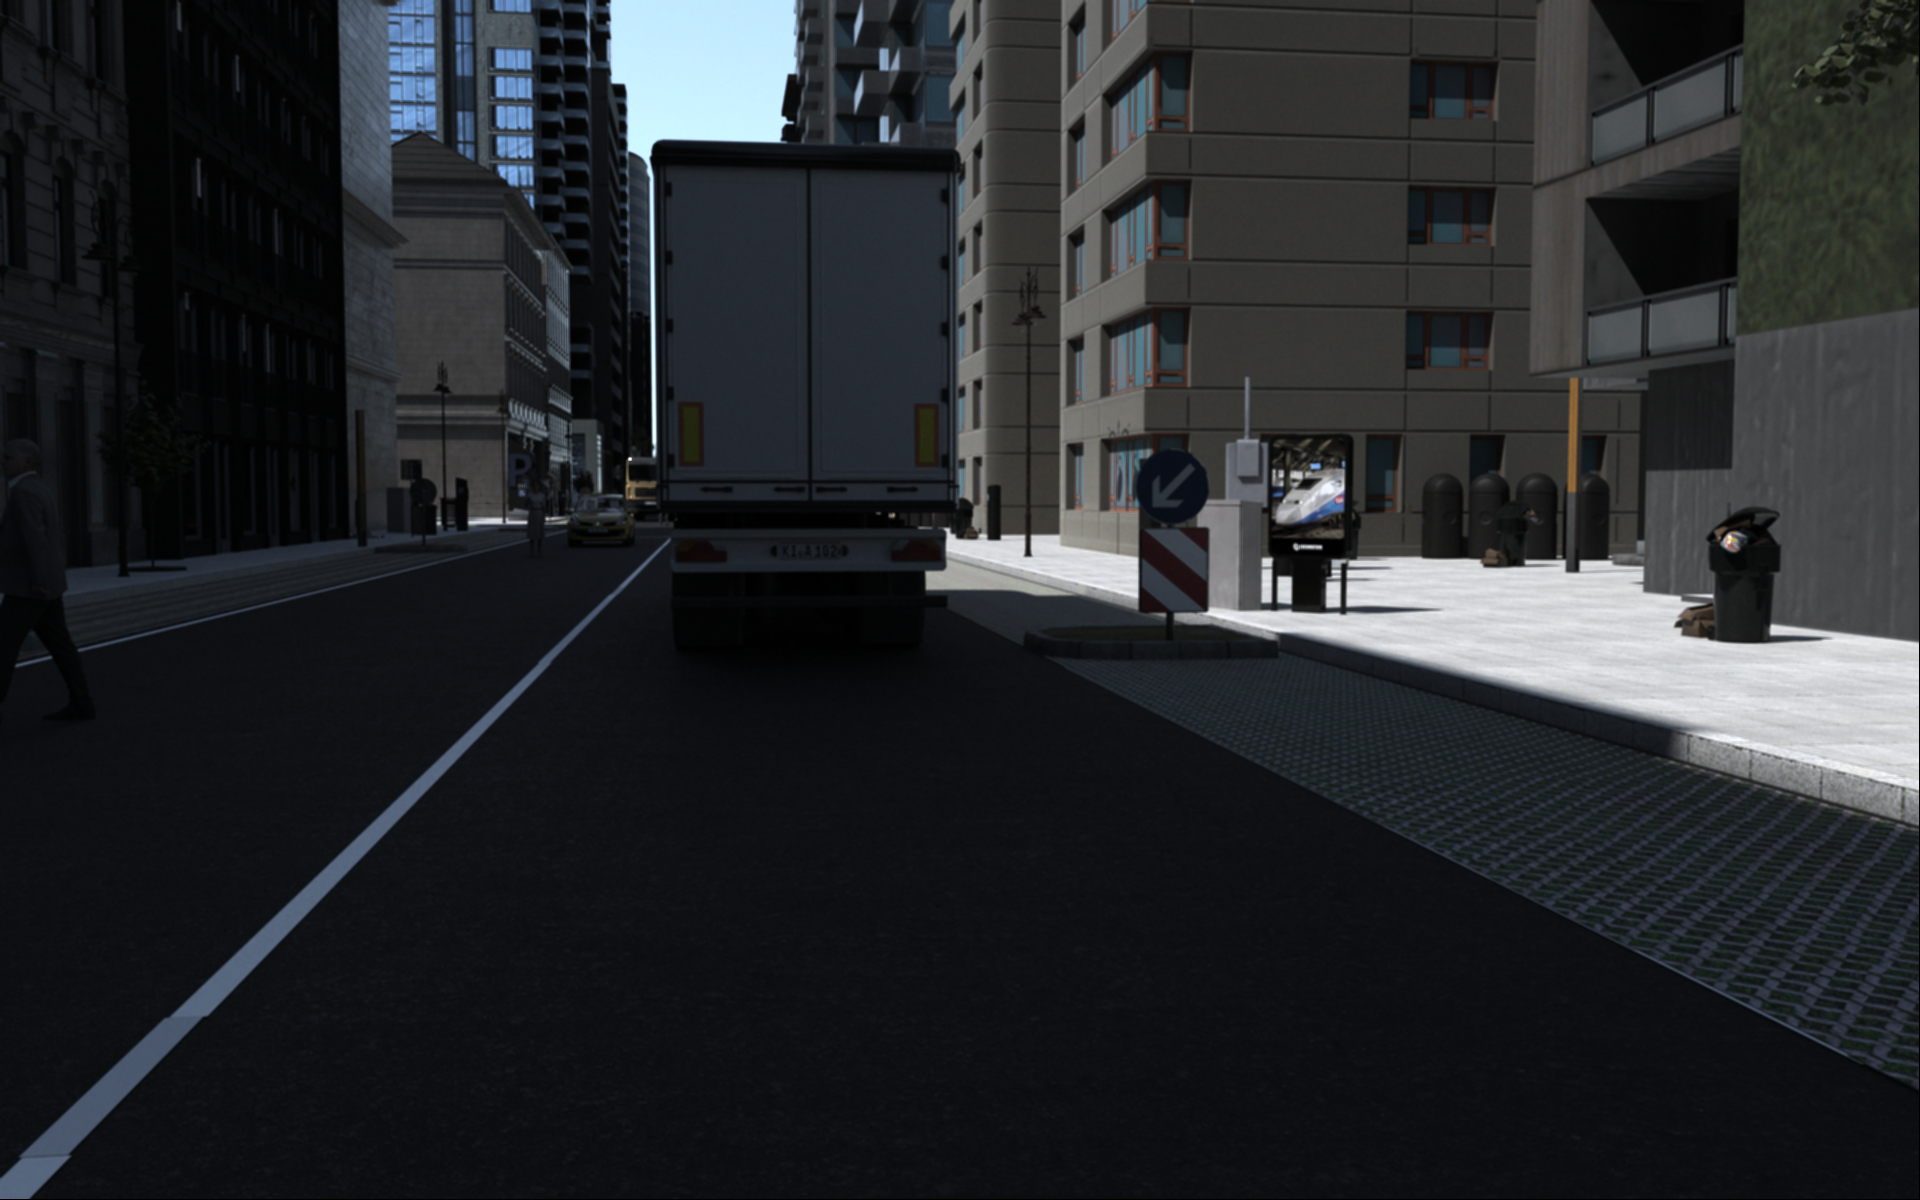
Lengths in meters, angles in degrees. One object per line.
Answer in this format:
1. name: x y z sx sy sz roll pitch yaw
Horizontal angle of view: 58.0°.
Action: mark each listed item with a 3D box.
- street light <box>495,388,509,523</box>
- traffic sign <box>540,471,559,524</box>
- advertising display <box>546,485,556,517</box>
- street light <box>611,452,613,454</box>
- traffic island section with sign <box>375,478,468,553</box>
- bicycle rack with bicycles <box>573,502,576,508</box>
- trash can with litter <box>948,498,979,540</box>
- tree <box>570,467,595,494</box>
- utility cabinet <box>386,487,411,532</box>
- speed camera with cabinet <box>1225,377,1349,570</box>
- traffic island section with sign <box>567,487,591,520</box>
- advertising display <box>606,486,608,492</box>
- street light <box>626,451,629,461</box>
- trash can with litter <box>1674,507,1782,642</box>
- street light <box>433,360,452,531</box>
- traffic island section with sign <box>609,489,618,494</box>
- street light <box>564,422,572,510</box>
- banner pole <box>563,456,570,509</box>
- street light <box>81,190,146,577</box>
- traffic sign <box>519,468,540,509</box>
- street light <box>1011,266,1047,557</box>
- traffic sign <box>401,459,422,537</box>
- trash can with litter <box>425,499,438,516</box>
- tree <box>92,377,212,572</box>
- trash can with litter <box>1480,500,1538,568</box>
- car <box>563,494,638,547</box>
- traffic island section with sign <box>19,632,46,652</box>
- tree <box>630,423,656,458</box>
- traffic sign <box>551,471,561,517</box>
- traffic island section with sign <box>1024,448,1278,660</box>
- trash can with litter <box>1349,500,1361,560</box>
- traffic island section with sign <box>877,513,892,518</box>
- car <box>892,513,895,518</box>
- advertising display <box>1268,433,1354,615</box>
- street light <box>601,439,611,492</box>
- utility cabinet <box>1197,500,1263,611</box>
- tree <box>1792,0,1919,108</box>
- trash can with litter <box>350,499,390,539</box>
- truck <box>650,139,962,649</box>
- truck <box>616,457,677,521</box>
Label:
1. street light: -19.971 -6.295 75.719 0.468 5.910 1.993 0 4 -8
2. traffic sign: -17.754 -4.361 74.946 0.795 2.450 0.064 0 4 -8
3. advertising display: -22.673 -5.553 96.013 0.123 1.923 0.974 -3 4 -37
4. street light: -30.458 -10.878 150.646 0.468 5.910 1.993 0 4 -8
5. traffic island section with sign: -13.221 -2.080 42.637 1.989 1.847 2.006 0 4 -8
6. bicycle rack with bicycles: -31.589 -7.784 140.652 2.852 0.926 2.925 1 4 14
7. trash can with litter: 0.245 -2.315 49.236 0.624 1.170 1.055 -2 4 -26
8. tree: -27.607 -8.210 128.831 1.663 3.219 1.824 0 3 0
9. utility cabinet: -18.566 -2.979 57.377 0.318 1.500 1.173 -3 5 -45
10. speed camera with cabinet: 5.575 -2.151 29.509 2.038 3.252 0.660 0 4 4
11. traffic island section with sign: -20.792 -5.363 96.311 1.989 1.847 2.006 0 4 -8
12. advertising display: -29.728 -8.607 145.935 0.123 1.923 0.974 -1 4 -11
13. street light: -35.169 -12.905 183.791 0.468 5.910 1.993 0 4 -8
14. trash can with litter: 6.706 -0.237 15.269 0.624 1.170 1.055 -1 4 -13
15. street light: -17.882 -5.335 60.007 0.468 5.910 1.993 0 4 -8
16. traffic island section with sign: -24.598 -7.010 123.246 1.989 1.847 2.006 0 4 -8
17. street light: -24.569 -8.318 108.792 0.468 5.910 1.993 0 4 -8
18. banner pole: -26.041 -7.625 114.680 0.401 3.779 0.863 1 4 22
19. street light: -13.010 -3.302 26.770 0.468 5.910 1.993 0 4 -8
20. traffic sign: -16.638 -3.877 67.039 0.795 2.450 0.064 0 4 -8
21. street light: 1.396 -3.827 35.359 0.468 5.910 1.993 0 4 -8
22. traffic sign: -16.227 -3.005 51.260 0.606 2.300 0.079 0 4 -7
23. trash can with litter: -22.991 -3.855 74.413 1.055 1.170 0.624 -1 4 -18
24. tree: -13.674 -2.102 28.970 1.663 3.219 1.824 0 3 0
25. trash can with litter: 9.655 -1.169 30.500 1.055 1.170 0.624 -3 5 -44
26. car: -10.025 -2.340 48.486 2.015 1.641 3.980 -1 4 -8
27. traffic island section with sign: -9.454 -0.446 15.913 1.989 1.847 2.006 0 4 -8
28. tree: -41.540 -17.768 224.926 8.767 10.594 7.601 0 4 -7
29. traffic sign: -22.317 -5.810 95.106 0.768 2.556 0.104 0 4 -1
30. traffic island section with sign: 1.638 -0.440 15.815 1.989 1.847 2.006 0 4 -8
31. trash can with litter: 7.290 -1.374 33.845 1.055 1.170 0.624 2 4 33
32. traffic island section with sign: -2.202 -2.105 43.045 1.989 1.847 2.006 0 4 -8
33. car: -0.941 -3.940 74.636 3.980 1.641 2.015 -1 4 -8
34. advertising display: 3.776 -0.825 18.697 0.974 1.923 0.123 3 5 42
35. street light: -29.274 -10.382 142.531 0.468 5.910 1.993 0 4 -8
36. utility cabinet: 3.026 -0.508 19.470 0.306 1.237 1.020 -1 4 -20
37. tree: 6.338 -5.459 7.384 7.486 12.596 7.792 0 3 0
38. trash can with litter: -17.322 -2.417 50.568 1.678 1.210 2.233 0 4 -6
39. truck: -1.971 -1.866 19.422 2.839 4.237 11.283 0 4 -8
40. truck: -16.530 -5.951 93.219 3.469 3.379 9.791 0 4 -8
